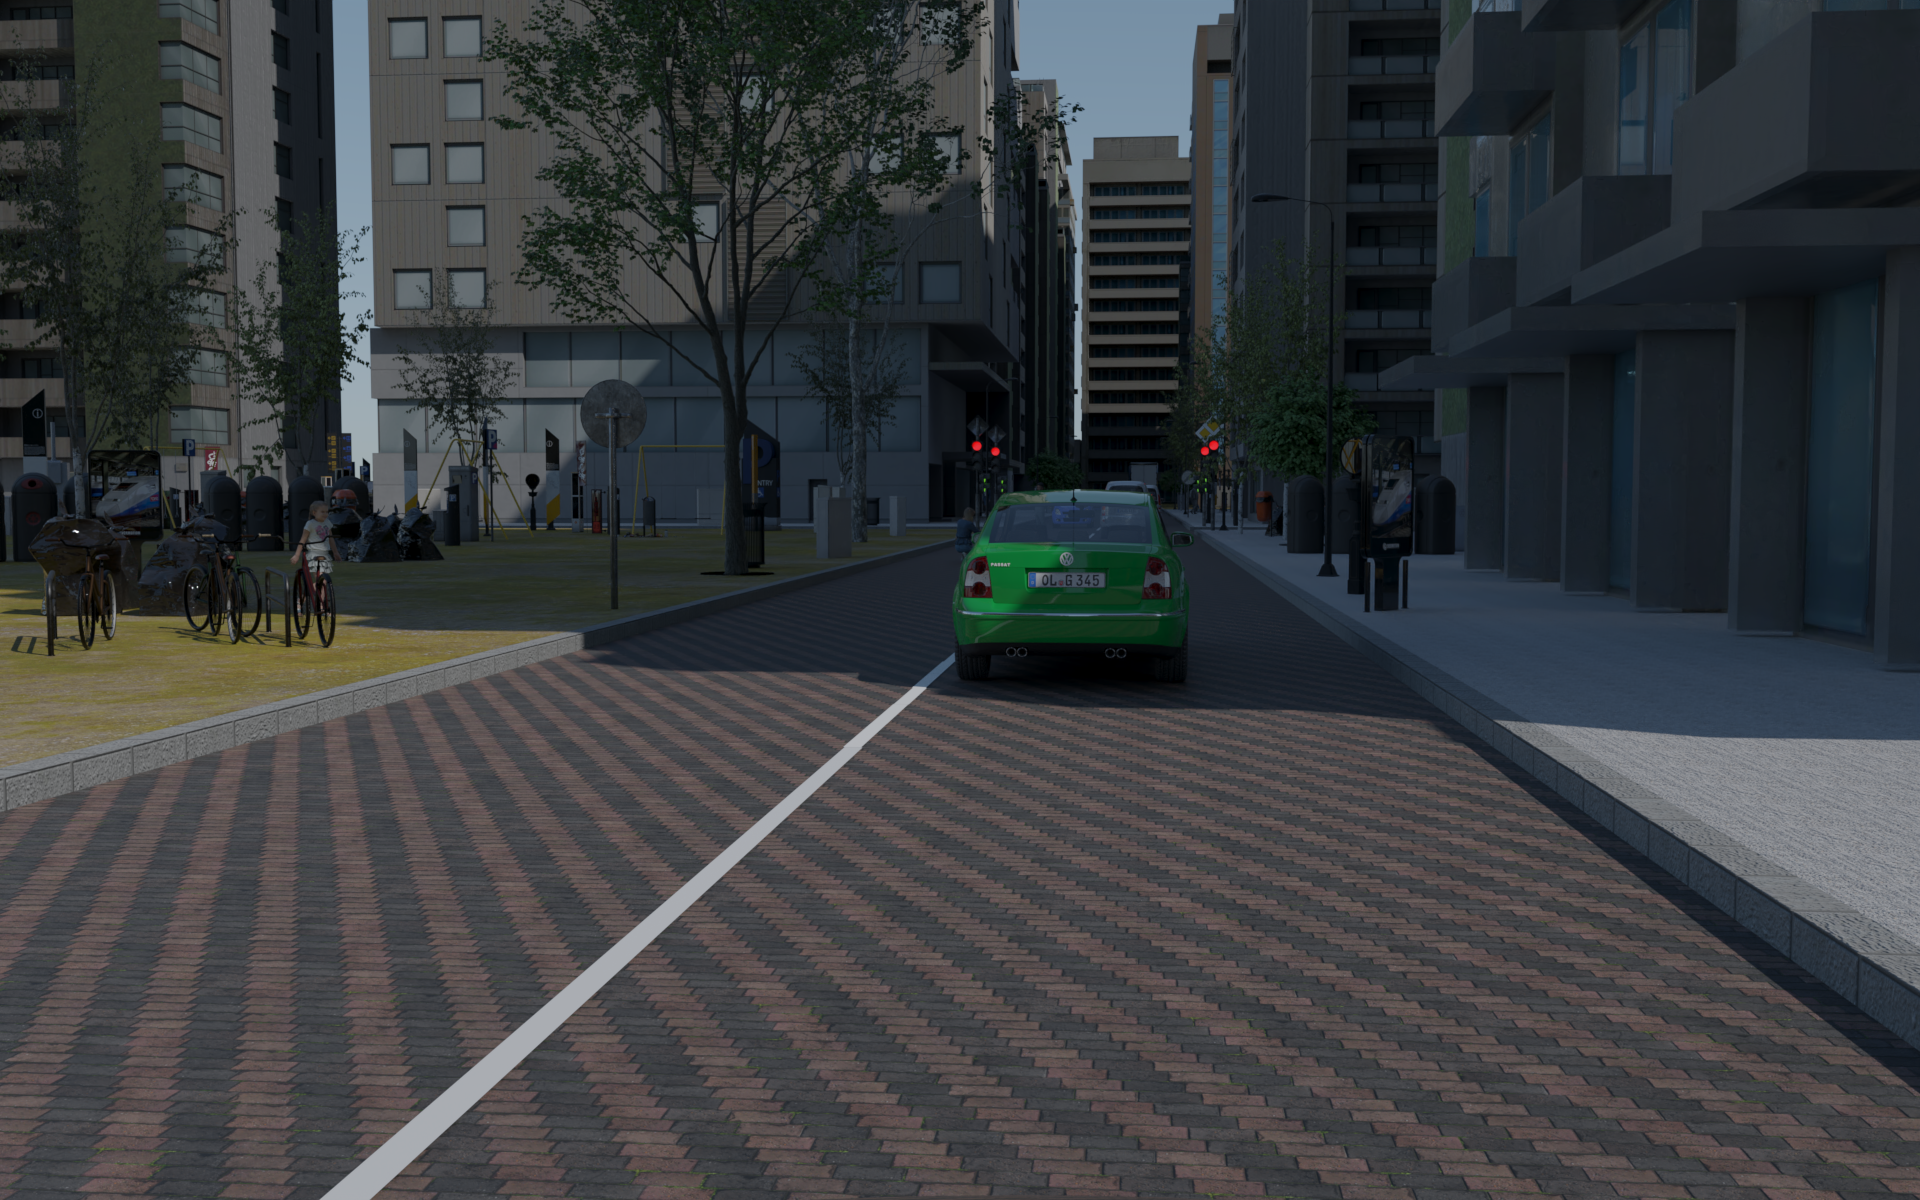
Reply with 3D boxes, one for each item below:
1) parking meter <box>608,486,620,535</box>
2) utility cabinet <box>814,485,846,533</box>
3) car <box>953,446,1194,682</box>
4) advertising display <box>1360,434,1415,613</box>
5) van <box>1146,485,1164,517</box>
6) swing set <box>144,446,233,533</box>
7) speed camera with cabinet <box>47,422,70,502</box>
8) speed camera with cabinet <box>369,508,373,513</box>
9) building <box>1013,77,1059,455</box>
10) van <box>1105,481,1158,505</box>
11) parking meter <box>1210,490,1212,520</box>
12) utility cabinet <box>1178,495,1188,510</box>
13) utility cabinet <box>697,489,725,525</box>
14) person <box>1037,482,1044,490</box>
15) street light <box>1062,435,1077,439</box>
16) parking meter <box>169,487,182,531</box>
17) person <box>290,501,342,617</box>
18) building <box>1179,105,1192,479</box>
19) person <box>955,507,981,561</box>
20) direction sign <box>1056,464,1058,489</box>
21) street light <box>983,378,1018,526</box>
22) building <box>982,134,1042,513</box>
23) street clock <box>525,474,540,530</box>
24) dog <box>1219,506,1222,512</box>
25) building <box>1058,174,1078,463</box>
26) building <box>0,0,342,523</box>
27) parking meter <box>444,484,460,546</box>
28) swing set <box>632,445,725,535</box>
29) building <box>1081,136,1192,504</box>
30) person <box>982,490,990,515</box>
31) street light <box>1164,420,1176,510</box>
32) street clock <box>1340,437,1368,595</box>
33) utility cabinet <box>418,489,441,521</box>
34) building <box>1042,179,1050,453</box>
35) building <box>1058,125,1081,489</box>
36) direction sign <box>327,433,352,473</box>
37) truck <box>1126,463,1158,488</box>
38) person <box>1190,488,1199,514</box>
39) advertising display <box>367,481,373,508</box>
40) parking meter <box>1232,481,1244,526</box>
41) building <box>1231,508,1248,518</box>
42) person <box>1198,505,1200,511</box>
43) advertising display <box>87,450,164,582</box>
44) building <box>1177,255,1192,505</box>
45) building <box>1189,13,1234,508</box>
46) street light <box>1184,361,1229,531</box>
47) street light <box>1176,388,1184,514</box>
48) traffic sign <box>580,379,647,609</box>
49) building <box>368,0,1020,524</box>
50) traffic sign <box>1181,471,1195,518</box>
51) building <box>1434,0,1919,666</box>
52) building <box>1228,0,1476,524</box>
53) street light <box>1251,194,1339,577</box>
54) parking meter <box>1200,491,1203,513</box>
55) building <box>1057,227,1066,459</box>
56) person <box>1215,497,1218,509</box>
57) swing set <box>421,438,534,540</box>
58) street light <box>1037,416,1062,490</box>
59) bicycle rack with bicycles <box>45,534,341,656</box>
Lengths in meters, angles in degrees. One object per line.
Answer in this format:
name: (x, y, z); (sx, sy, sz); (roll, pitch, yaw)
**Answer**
parking meter: (-10.919, -2.828, 54.643); (0.372, 1.533, 0.369); (0, 3, 0)
utility cabinet: (-4.233, -2.915, 56.337); (1.173, 1.500, 0.318); (3, 5, 40)
car: (1.006, -0.357, 14.625); (1.959, 1.807, 4.718); (0, 4, 6)
advertising display: (4.706, -0.846, 19.054); (0.123, 1.923, 0.974); (3, 5, 42)
van: (8.491, -4.486, 80.362); (2.013, 2.044, 4.112); (0, 4, 5)
swing set: (-26.035, -3.690, 57.958); (2.862, 2.851, 3.119); (2, 4, 29)
speed camera with cabinet: (-24.363, -3.290, 48.119); (2.038, 3.252, 0.660); (-1, 4, -20)
speed camera with cabinet: (-31.903, -6.167, 95.161); (2.038, 3.252, 0.660); (-2, 4, -24)
building: (2.071, -29.536, 166.512); (14.154, 41.232, 14.086); (0, 4, 6)
van: (5.490, -3.049, 56.862); (2.013, 2.044, 4.112); (0, 4, 7)
parking meter: (11.787, -4.466, 81.430); (0.372, 1.533, 0.369); (0, 3, 0)
utility cabinet: (18.075, -7.919, 140.630); (0.306, 1.237, 1.020); (-2, 4, -26)
utility cabinet: (-10.068, -3.771, 70.331); (1.173, 1.500, 0.318); (-1, 4, -21)
person: (2.497, -2.833, 54.999); (0.466, 1.800, 0.511); (-3, 5, -41)
street light: (8.597, -10.082, 137.375); (1.470, 5.913, 1.316); (0, 4, 6)
parking meter: (-27.663, -3.222, 61.092); (0.372, 1.533, 0.369); (0, 3, 0)
person: (-6.761, -0.439, 18.236); (0.382, 1.210, 0.505); (2, 4, 23)
building: (35.862, -34.623, 185.688); (23.786, 49.044, 30.456); (0, 4, 6)
person: (0.163, -1.397, 36.838); (0.738, 1.151, 1.012); (-3, 5, -43)
direction sign: (6.801, -7.929, 121.641); (0.379, 3.537, 0.876); (1, 4, 12)
street light: (1.633, -5.925, 69.408); (1.470, 5.913, 1.316); (0, 4, 6)
building: (-1.179, -22.359, 137.273); (14.160, 30.474, 14.107); (0, 4, 6)
street clock: (-15.057, -3.455, 61.059); (0.471, 2.002, 0.358); (0, 4, -3)
dog: (17.700, -6.137, 117.175); (0.406, 0.507, 0.540); (0, 4, 0)
building: (1.724, -31.312, 203.836); (23.993, 40.220, 32.217); (0, 4, 6)
building: (-38.475, -18.858, 80.022); (14.107, 30.474, 14.160); (0, 4, 6)
parking meter: (-12.593, -2.112, 42.944); (0.372, 1.533, 0.369); (0, 3, 0)
swing set: (-8.962, -3.557, 55.772); (3.119, 2.851, 2.862); (0, 4, 2)
building: (27.576, -37.527, 237.261); (21.600, 48.544, 21.300); (0, 4, 6)
person: (1.643, -6.045, 104.901); (0.654, 1.822, 0.581); (-3, 5, -44)
street light: (13.643, -8.332, 108.767); (1.470, 5.913, 1.316); (0, 4, 6)
street clock: (5.099, -1.075, 22.145); (0.358, 2.002, 0.471); (-3, 4, -38)
utility cabinet: (-22.450, -3.922, 72.796); (1.173, 1.500, 0.318); (-2, 4, -26)
building: (0.544, -23.312, 152.853); (14.160, 30.474, 14.107); (0, 4, 6)
building: (3.598, -40.042, 243.923); (27.495, 52.752, 28.713); (0, 4, 6)
direction sign: (-22.949, -4.411, 64.120); (0.876, 3.537, 0.379); (0, 4, -6)
truck: (16.765, -10.428, 159.409); (2.839, 4.237, 11.283); (0, 4, 4)
person: (14.877, -6.352, 110.005); (0.679, 1.850, 0.850); (3, 5, 43)
advertising display: (-28.496, -4.863, 84.721); (0.974, 1.923, 0.123); (-1, 4, -14)
parking meter: (11.192, -3.914, 69.713); (0.399, 1.863, 0.255); (-1, 4, -10)
building: (22.378, -19.921, 97.406); (14.160, 30.474, 14.107); (0, 4, 6)
person: (17.638, -7.507, 129.618); (0.563, 1.720, 0.643); (-2, 4, -34)
advertising display: (-12.194, -1.231, 25.340); (0.974, 1.923, 0.123); (-1, 4, -18)
building: (33.417, -26.776, 209.492); (14.160, 30.474, 14.107); (0, 4, 6)
building: (28.886, -31.370, 163.012); (14.600, 45.320, 14.200); (0, 4, 6)
street light: (8.717, -5.389, 60.653); (1.470, 5.913, 1.316); (0, 4, 6)
street light: (10.271, -6.285, 75.304); (1.470, 5.913, 1.316); (0, 4, 6)
traffic sign: (-3.851, -1.170, 19.228); (0.768, 2.556, 0.104); (0, 4, 8)
building: (-11.127, -30.416, 86.533); (28.713, 52.752, 27.495); (0, 4, 6)
traffic sign: (12.431, -5.761, 94.295); (0.768, 2.556, 0.104); (1, 4, 9)
building: (17.925, -24.367, 18.013); (23.786, 49.044, 30.456); (0, 4, 6)
building: (19.169, -23.947, 75.122); (14.086, 41.232, 14.154); (0, 4, 6)
street light: (5.199, -3.324, 26.893); (1.470, 5.913, 1.316); (0, 4, 6)
parking meter: (16.635, -6.910, 118.690); (0.255, 1.863, 0.399); (-1, 4, -13)
building: (3.720, -25.022, 180.816); (14.160, 30.474, 14.107); (0, 4, 6)
person: (21.942, -8.755, 149.195); (0.705, 1.823, 1.348); (2, 4, 25)
swing set: (-14.151, -3.208, 50.071); (2.862, 2.851, 3.119); (0, 4, 1)
street light: (5.169, -8.002, 103.367); (1.470, 5.913, 1.316); (0, 4, 6)
bicycle rack with bicycles: (-6.765, -0.104, 15.080); (2.852, 0.926, 2.925); (-2, 4, -25)
